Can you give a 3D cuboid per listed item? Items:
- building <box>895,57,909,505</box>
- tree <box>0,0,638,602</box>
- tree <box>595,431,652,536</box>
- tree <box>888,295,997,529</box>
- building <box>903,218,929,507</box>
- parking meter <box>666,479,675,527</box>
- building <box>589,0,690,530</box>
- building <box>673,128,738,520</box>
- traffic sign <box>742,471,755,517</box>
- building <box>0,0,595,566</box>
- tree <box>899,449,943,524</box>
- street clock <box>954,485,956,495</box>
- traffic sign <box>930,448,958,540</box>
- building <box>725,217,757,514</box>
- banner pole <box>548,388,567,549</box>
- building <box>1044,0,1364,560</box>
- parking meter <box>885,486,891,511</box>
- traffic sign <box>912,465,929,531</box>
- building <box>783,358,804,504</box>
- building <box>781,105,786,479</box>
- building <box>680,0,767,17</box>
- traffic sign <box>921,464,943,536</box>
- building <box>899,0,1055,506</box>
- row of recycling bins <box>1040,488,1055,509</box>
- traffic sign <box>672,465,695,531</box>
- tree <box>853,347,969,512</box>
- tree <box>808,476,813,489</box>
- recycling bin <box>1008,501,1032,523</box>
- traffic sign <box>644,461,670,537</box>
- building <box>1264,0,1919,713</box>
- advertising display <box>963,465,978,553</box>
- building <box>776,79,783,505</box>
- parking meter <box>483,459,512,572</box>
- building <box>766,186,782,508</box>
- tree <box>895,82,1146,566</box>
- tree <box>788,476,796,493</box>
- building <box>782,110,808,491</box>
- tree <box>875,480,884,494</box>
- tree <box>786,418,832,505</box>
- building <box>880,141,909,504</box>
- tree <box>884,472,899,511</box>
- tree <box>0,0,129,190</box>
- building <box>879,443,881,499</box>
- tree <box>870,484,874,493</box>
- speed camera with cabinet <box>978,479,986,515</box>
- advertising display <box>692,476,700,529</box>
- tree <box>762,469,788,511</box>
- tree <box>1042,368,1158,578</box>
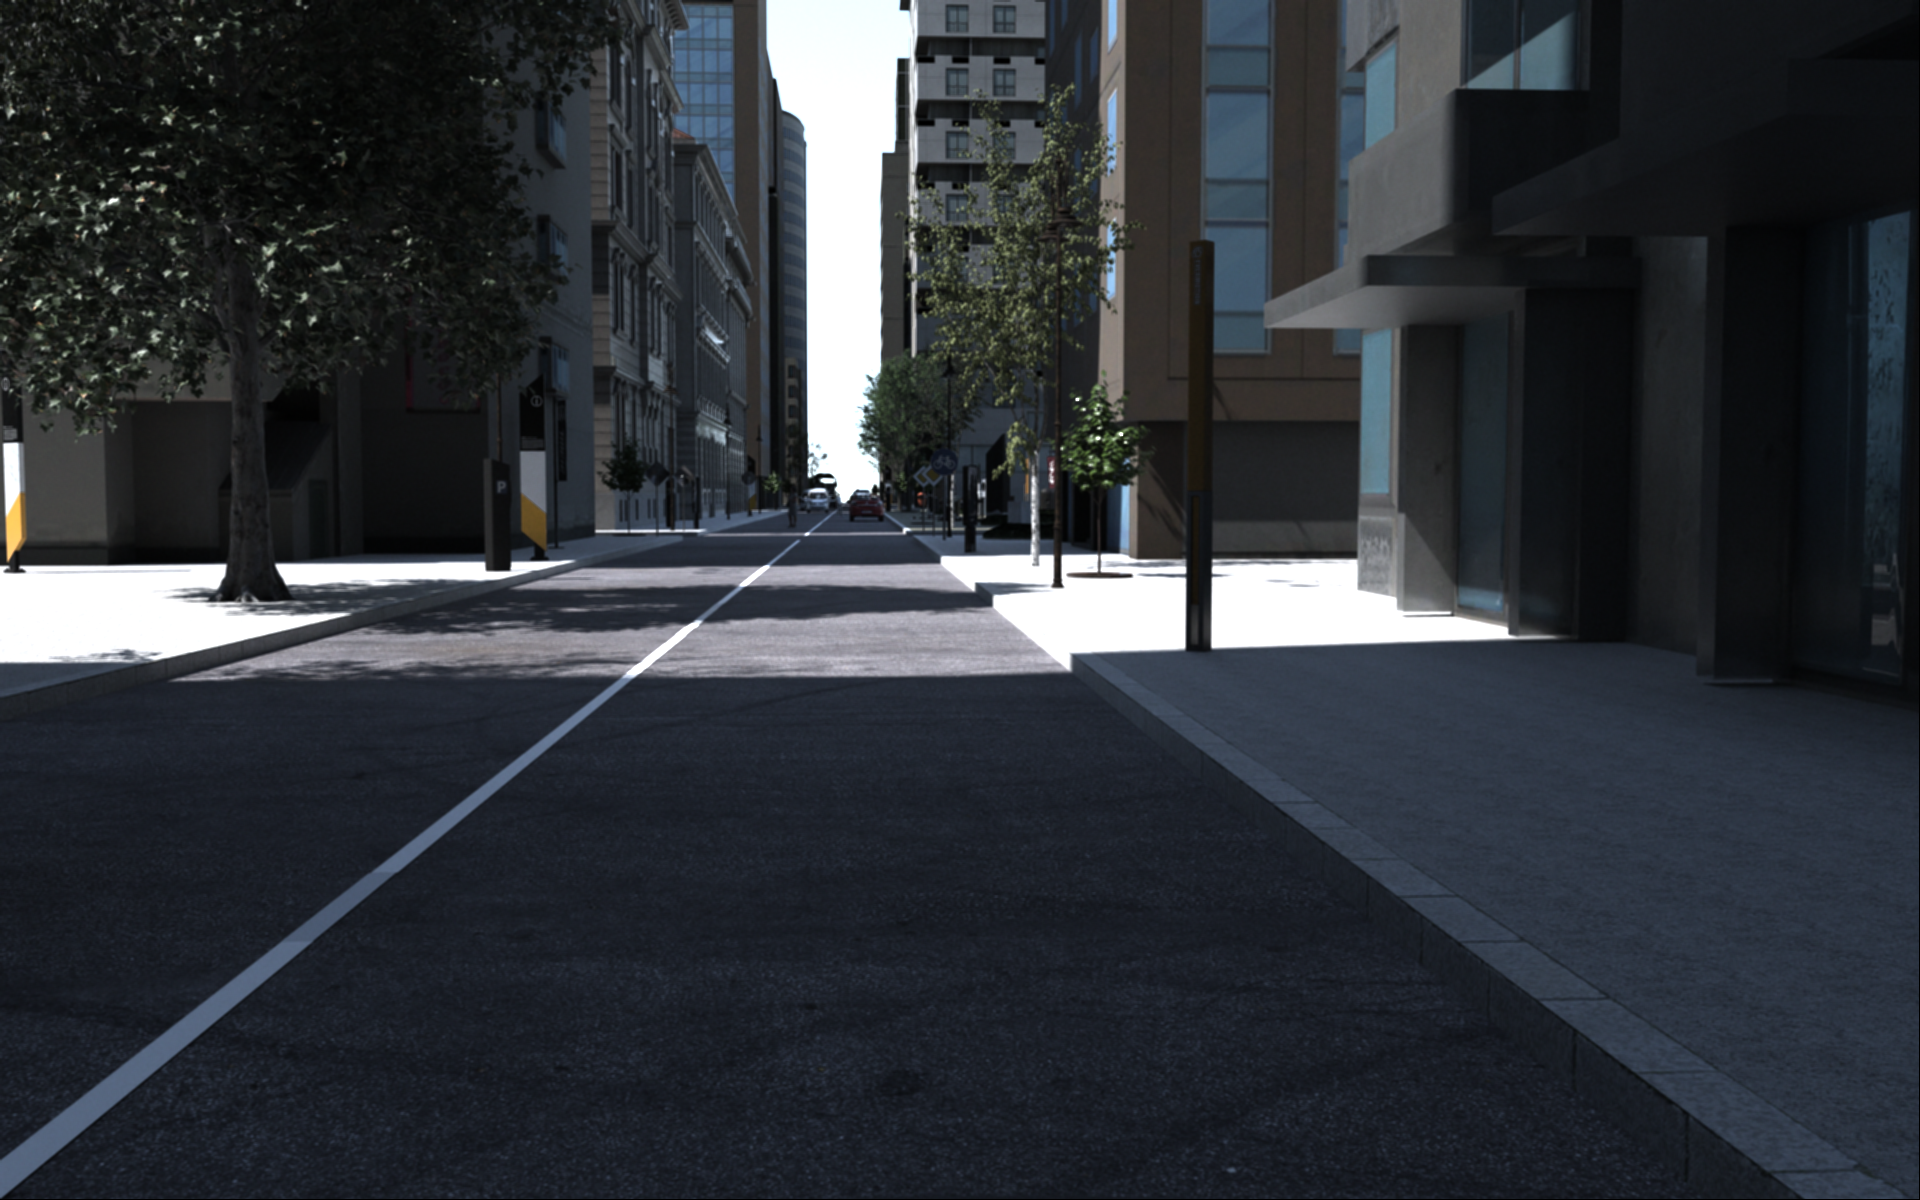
[{"bbox_3d":[-2.384,-51.719,283.851,20.563,71.187,20.611,0,4,-3],"label":"building"},{"bbox_3d":[-8.671,-6.345,20.747,9.611,12.733,9.660,0,3,0],"label":"tree"},{"bbox_3d":[-10.183,-3.585,53.217,1.663,3.219,1.824,0,3,0],"label":"tree"},{"bbox_3d":[-0.385,-6.966,64.263,4.360,8.622,3.978,0,3,0],"label":"tree"},{"bbox_3d":[1.006,-25.171,183.253,14.160,30.474,14.107,0,4,-3],"label":"building"},{"bbox_3d":[-11.190,-3.744,66.918,0.255,1.863,0.399,1,4,8],"label":"parking meter"},{"bbox_3d":[-19.044,-17.345,70.978,14.401,28.519,23.554,0,4,-3],"label":"building"},{"bbox_3d":[-18.558,-15.771,94.005,11.583,22.565,21.152,0,4,-3],"label":"building"},{"bbox_3d":[-11.869,-5.938,97.190,0.768,2.556,0.104,0,4,0],"label":"traffic sign"},{"bbox_3d":[-20.850,-25.432,39.522,21.600,48.544,21.300,0,4,-3],"label":"building"},{"bbox_3d":[-1.578,-4.869,74.209,1.663,3.219,1.824,0,3,0],"label":"tree"},{"bbox_3d":[-0.469,-7.816,132.364,0.358,2.002,0.471,0,4,-6],"label":"street clock"},{"bbox_3d":[-0.438,-2.933,48.056,0.768,2.556,0.104,0,3,0],"label":"traffic sign"},{"bbox_3d":[-21.005,-16.800,116.482,13.314,21.916,24.055,0,4,-3],"label":"building"},{"bbox_3d":[-9.403,-3.097,40.660,0.401,3.779,0.863,-3,4,-37],"label":"banner pole"},{"bbox_3d":[9.597,-23.814,39.472,14.600,45.320,14.200,0,4,-3],"label":"building"},{"bbox_3d":[-5.345,-7.518,128.623,0.399,1.863,0.255,0,4,2],"label":"parking meter"},{"bbox_3d":[-1.270,-3.468,60.350,0.795,2.450,0.064,0,4,-3],"label":"traffic sign"},{"bbox_3d":[-35.411,-23.726,232.961,27.650,21.520,28.899,0,4,-3],"label":"building"},{"bbox_3d":[-25.895,-32.604,183.178,14.600,45.320,14.200,0,4,-3],"label":"building"},{"bbox_3d":[-22.856,-30.015,140.855,14.600,45.320,14.200,0,4,-3],"label":"building"},{"bbox_3d":[-0.796,-2.981,52.379,0.795,2.450,0.064,0,4,-3],"label":"traffic sign"},{"bbox_3d":[9.032,-35.047,162.250,28.713,52.752,27.495,0,4,-3],"label":"building"},{"bbox_3d":[6.221,-6.720,116.982,1.069,1.692,3.534,1,4,17],"label":"row of recycling bins"},{"bbox_3d":[-9.551,-3.440,59.880,0.795,2.450,0.064,0,4,-3],"label":"traffic sign"},{"bbox_3d":[-3.441,-11.954,121.198,9.928,11.665,9.643,0,3,0],"label":"tree"},{"bbox_3d":[-24.766,-18.904,292.794,4.285,4.588,4.351,0,3,0],"label":"tree"},{"bbox_3d":[2.168,-2.968,61.088,0.722,1.027,0.722,-3,4,-36],"label":"recycling bin"},{"bbox_3d":[-9.077,-2.952,51.909,0.795,2.450,0.064,0,4,-3],"label":"traffic sign"},{"bbox_3d":[15.554,-23.840,9.386,23.786,49.044,30.456,0,4,-3],"label":"building"},{"bbox_3d":[0.227,-2.023,38.296,0.123,1.923,0.974,1,4,13],"label":"advertising display"},{"bbox_3d":[-25.346,-31.737,169.012,14.600,45.320,14.200,0,4,-3],"label":"building"},{"bbox_3d":[-7.692,-1.414,28.832,0.255,1.863,0.399,3,4,39],"label":"parking meter"},{"bbox_3d":[-23.451,-23.469,155.426,14.160,30.474,14.107,0,4,-3],"label":"building"},{"bbox_3d":[1.097,-4.902,30.511,4.737,8.622,4.395,0,3,0],"label":"tree"},{"bbox_3d":[-16.684,-10.517,166.561,1.663,3.219,1.824,0,3,0],"label":"tree"},{"bbox_3d":[-33.852,-43.944,260.476,21.231,58.520,28.212,0,4,-3],"label":"building"},{"bbox_3d":[-7.473,-11.466,182.077,1.663,3.219,1.824,0,3,0],"label":"tree"},{"bbox_3d":[-19.825,-16.993,212.251,8.767,10.594,7.601,-1,4,-11],"label":"tree"},{"bbox_3d":[-0.009,-37.337,234.163,21.300,48.544,21.600,0,4,-3],"label":"building"},{"bbox_3d":[-4.334,-8.352,131.158,1.663,3.219,1.824,0,3,0],"label":"tree"},{"bbox_3d":[-8.031,-3.770,11.999,4.360,8.622,3.978,0,3,0],"label":"tree"},{"bbox_3d":[1.838,-25.433,260.865,27.650,21.520,28.899,0,4,-3],"label":"building"},{"bbox_3d":[-14.018,-17.833,286.168,1.663,3.219,1.824,0,3,0],"label":"tree"},{"bbox_3d":[1.436,-6.683,103.596,0.660,3.252,2.038,-1,4,-19],"label":"speed camera with cabinet"},{"bbox_3d":[-9.695,-3.571,63.595,0.123,1.923,0.974,-1,4,-17],"label":"advertising display"},{"bbox_3d":[-14.500,-8.520,133.907,1.663,3.219,1.824,0,3,0],"label":"tree"},{"bbox_3d":[2.178,-1.957,26.597,1.663,3.219,1.824,0,3,0],"label":"tree"}]
